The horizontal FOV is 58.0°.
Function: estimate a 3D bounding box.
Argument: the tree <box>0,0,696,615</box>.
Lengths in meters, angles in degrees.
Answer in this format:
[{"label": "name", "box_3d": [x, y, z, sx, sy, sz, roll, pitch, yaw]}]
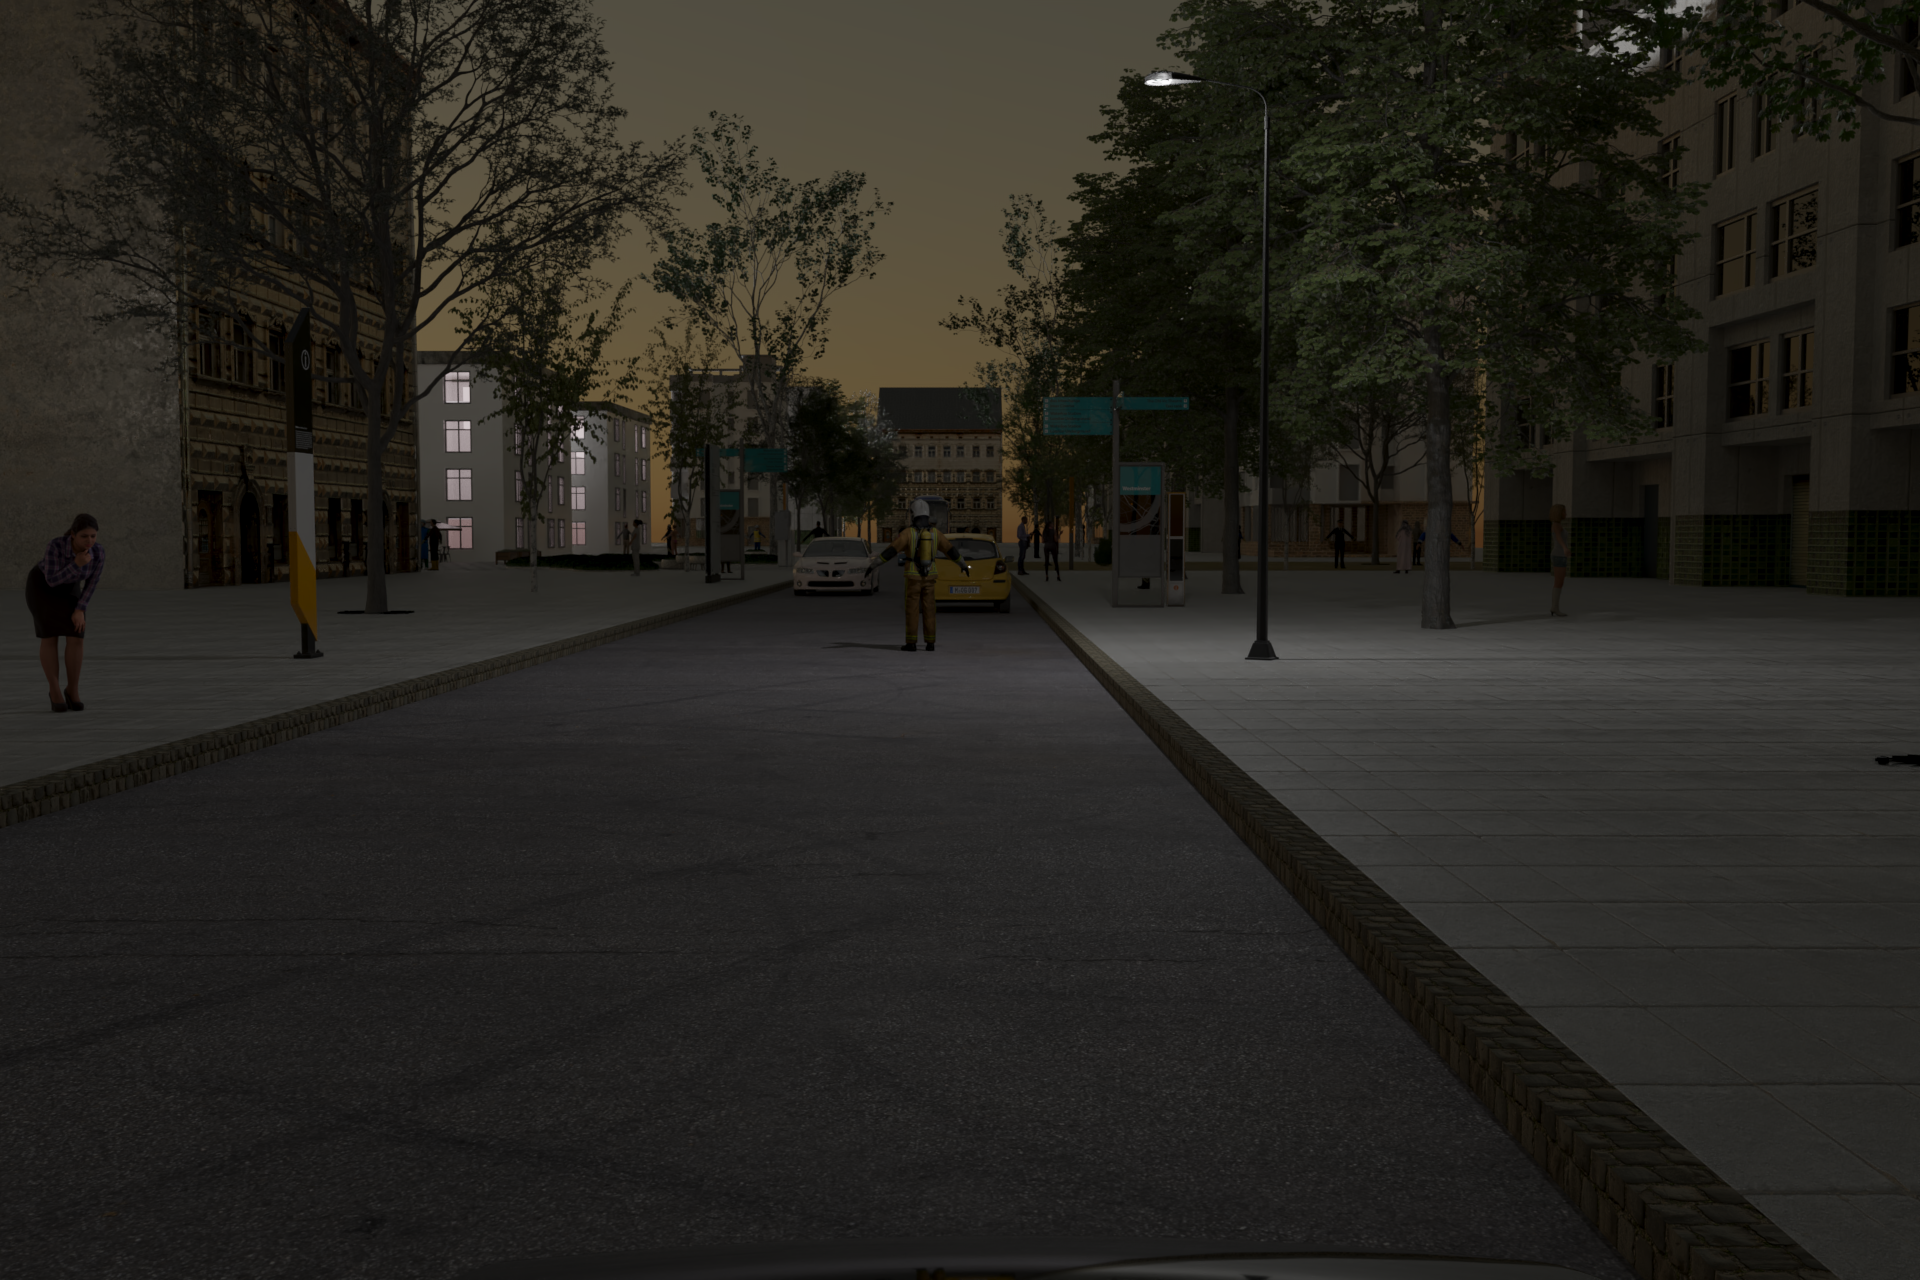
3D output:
[{"label": "tree", "box_3d": [-9.383, -7.173, 27.645, 12.009, 13.543, 11.850, 0, 3, 0]}]

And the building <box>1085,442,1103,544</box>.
[{"label": "building", "box_3d": [21.841, -22.964, 231.884, 16.016, 20.090, 11.380, 0, 4, 0]}]

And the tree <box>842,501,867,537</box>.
[{"label": "tree", "box_3d": [-16.661, -20.582, 254.636, 7.486, 12.596, 7.792, 0, 3, 0]}]

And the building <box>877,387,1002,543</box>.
[{"label": "building", "box_3d": [-2.906, -25.937, 257.454, 18.063, 23.208, 19.493, 0, 4, 0]}]

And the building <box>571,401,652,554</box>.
[{"label": "building", "box_3d": [-26.446, -11.094, 123.534, 9.099, 9.664, 28.070, 0, 4, 1]}]

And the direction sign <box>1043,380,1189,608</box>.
[{"label": "direction sign", "box_3d": [2.709, -2.497, 29.592, 2.525, 3.948, 1.411, 0, 3, 0]}]

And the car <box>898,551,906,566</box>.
[{"label": "car", "box_3d": [-1.873, -4.049, 78.210, 2.014, 1.417, 4.499, 0, 4, 1]}]

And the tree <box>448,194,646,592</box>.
[{"label": "tree", "box_3d": [-9.266, -5.381, 38.342, 4.737, 8.622, 4.395, 0, 3, 0]}]

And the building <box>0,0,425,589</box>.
[{"label": "building", "box_3d": [-27.252, -13.296, 48.324, 19.493, 23.208, 18.063, 0, 4, -1]}]

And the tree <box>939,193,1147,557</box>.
[{"label": "tree", "box_3d": [5.378, -14.797, 97.826, 12.611, 20.169, 13.585, 0, 3, 0]}]

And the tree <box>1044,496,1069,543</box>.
[{"label": "tree", "box_3d": [14.266, -18.385, 250.960, 4.737, 8.622, 4.395, 0, 3, 0]}]

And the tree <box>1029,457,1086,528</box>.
[{"label": "tree", "box_3d": [14.432, -21.524, 258.570, 9.857, 13.997, 8.962, 0, 3, 0]}]

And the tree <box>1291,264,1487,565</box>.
[{"label": "tree", "box_3d": [17.277, -9.877, 71.864, 12.009, 13.543, 11.850, 0, 3, 0]}]

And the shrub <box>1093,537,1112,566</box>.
[{"label": "shrub", "box_3d": [5.738, -3.531, 68.852, 1.383, 1.207, 1.383, 0, 3, 0]}]

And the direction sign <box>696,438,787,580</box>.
[{"label": "direction sign", "box_3d": [-6.068, -3.671, 48.782, 2.525, 3.948, 1.411, 0, 4, 0]}]

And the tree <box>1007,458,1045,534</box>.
[{"label": "tree", "box_3d": [6.246, -12.885, 161.023, 4.737, 8.622, 4.395, 0, 3, 0]}]

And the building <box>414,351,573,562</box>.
[{"label": "building", "box_3d": [-25.364, -9.255, 93.473, 9.099, 9.664, 28.070, 0, 4, 0]}]

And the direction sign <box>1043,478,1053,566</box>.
[{"label": "direction sign", "box_3d": [3.568, -4.781, 70.166, 0.379, 3.537, 0.876, 0, 4, 0]}]

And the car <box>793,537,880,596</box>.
[{"label": "car", "box_3d": [-2.938, -1.800, 41.784, 2.083, 1.381, 4.827, 0, 4, 0]}]

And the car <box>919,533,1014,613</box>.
[{"label": "car", "box_3d": [0.047, -1.376, 32.724, 2.015, 1.641, 3.980, 0, 4, -1]}]

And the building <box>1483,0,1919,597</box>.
[{"label": "building", "box_3d": [26.391, -10.809, 43.189, 16.747, 18.905, 31.486, 0, 4, 0]}]

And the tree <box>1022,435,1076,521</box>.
[{"label": "tree", "box_3d": [6.490, -10.473, 121.588, 4.737, 8.622, 4.395, 0, 3, 0]}]

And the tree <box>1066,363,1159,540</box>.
[{"label": "tree", "box_3d": [6.033, -7.586, 74.397, 4.360, 8.622, 3.978, 0, 3, 0]}]

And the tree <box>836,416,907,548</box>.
[{"label": "tree", "box_3d": [-8.769, -15.093, 164.892, 7.486, 12.596, 7.792, 0, 3, 0]}]

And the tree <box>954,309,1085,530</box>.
[{"label": "tree", "box_3d": [5.697, -17.911, 148.729, 12.611, 20.169, 13.585, 0, 3, 0]}]

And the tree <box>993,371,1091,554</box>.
[{"label": "tree", "box_3d": [5.827, -11.272, 110.052, 9.928, 11.665, 9.643, 0, 3, 0]}]

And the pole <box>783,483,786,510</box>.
[{"label": "pole", "box_3d": [-7.036, -4.644, 69.768, 0.158, 3.312, 0.155, 0, 3, 0]}]

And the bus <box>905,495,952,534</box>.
[{"label": "bus", "box_3d": [-1.940, -7.438, 113.165, 2.896, 3.916, 12.251, 0, 3, 0]}]

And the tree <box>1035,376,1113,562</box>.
[{"label": "tree", "box_3d": [5.828, -7.921, 79.867, 4.737, 8.622, 4.395, 0, 3, 0]}]

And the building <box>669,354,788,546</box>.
[{"label": "building", "box_3d": [-24.608, -20.006, 183.520, 16.016, 20.090, 11.380, 0, 4, 1]}]

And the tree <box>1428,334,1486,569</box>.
[{"label": "tree", "box_3d": [18.646, -6.887, 62.960, 4.360, 8.622, 3.978, 0, 3, 0]}]

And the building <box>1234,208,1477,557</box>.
[{"label": "building", "box_3d": [22.135, -15.348, 107.356, 16.016, 20.090, 11.380, 0, 4, 0]}]

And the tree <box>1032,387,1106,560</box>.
[{"label": "tree", "box_3d": [6.240, -8.318, 86.353, 4.360, 8.622, 3.978, 0, 3, 0]}]

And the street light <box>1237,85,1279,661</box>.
[{"label": "street light", "box_3d": [3.631, -2.752, 17.542, 1.470, 5.913, 1.316, 0, 3, 0]}]

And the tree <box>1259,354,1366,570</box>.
[{"label": "tree", "box_3d": [11.480, -6.810, 61.707, 4.360, 8.622, 3.978, 0, 3, 0]}]

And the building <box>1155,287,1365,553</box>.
[{"label": "building", "box_3d": [24.902, -16.268, 132.447, 16.747, 18.905, 31.486, 0, 4, 1]}]

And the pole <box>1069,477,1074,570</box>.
[{"label": "pole", "box_3d": [3.986, -4.166, 61.958, 0.158, 3.312, 0.155, 0, 3, 0]}]

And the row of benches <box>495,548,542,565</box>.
[{"label": "row of benches", "box_3d": [-18.797, -3.562, 73.705, 1.422, 0.672, 4.104, 0, 4, 6]}]

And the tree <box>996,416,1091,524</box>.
[{"label": "tree", "box_3d": [6.240, -11.962, 129.997, 7.601, 10.594, 8.767, 0, 4, -8]}]

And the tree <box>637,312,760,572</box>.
[{"label": "tree", "box_3d": [-9.103, -6.623, 58.646, 4.737, 8.622, 4.395, 0, 3, 0]}]

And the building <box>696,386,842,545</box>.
[{"label": "building", "box_3d": [-24.756, -21.825, 223.301, 16.747, 18.905, 31.486, 0, 4, 0]}]

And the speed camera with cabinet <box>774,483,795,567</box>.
[{"label": "speed camera with cabinet", "box_3d": [-6.884, -4.502, 67.944, 0.660, 3.252, 2.038, 0, 4, 1]}]

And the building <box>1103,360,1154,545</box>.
[{"label": "building", "box_3d": [24.635, -19.342, 182.701, 16.747, 18.905, 31.486, 0, 4, 0]}]
